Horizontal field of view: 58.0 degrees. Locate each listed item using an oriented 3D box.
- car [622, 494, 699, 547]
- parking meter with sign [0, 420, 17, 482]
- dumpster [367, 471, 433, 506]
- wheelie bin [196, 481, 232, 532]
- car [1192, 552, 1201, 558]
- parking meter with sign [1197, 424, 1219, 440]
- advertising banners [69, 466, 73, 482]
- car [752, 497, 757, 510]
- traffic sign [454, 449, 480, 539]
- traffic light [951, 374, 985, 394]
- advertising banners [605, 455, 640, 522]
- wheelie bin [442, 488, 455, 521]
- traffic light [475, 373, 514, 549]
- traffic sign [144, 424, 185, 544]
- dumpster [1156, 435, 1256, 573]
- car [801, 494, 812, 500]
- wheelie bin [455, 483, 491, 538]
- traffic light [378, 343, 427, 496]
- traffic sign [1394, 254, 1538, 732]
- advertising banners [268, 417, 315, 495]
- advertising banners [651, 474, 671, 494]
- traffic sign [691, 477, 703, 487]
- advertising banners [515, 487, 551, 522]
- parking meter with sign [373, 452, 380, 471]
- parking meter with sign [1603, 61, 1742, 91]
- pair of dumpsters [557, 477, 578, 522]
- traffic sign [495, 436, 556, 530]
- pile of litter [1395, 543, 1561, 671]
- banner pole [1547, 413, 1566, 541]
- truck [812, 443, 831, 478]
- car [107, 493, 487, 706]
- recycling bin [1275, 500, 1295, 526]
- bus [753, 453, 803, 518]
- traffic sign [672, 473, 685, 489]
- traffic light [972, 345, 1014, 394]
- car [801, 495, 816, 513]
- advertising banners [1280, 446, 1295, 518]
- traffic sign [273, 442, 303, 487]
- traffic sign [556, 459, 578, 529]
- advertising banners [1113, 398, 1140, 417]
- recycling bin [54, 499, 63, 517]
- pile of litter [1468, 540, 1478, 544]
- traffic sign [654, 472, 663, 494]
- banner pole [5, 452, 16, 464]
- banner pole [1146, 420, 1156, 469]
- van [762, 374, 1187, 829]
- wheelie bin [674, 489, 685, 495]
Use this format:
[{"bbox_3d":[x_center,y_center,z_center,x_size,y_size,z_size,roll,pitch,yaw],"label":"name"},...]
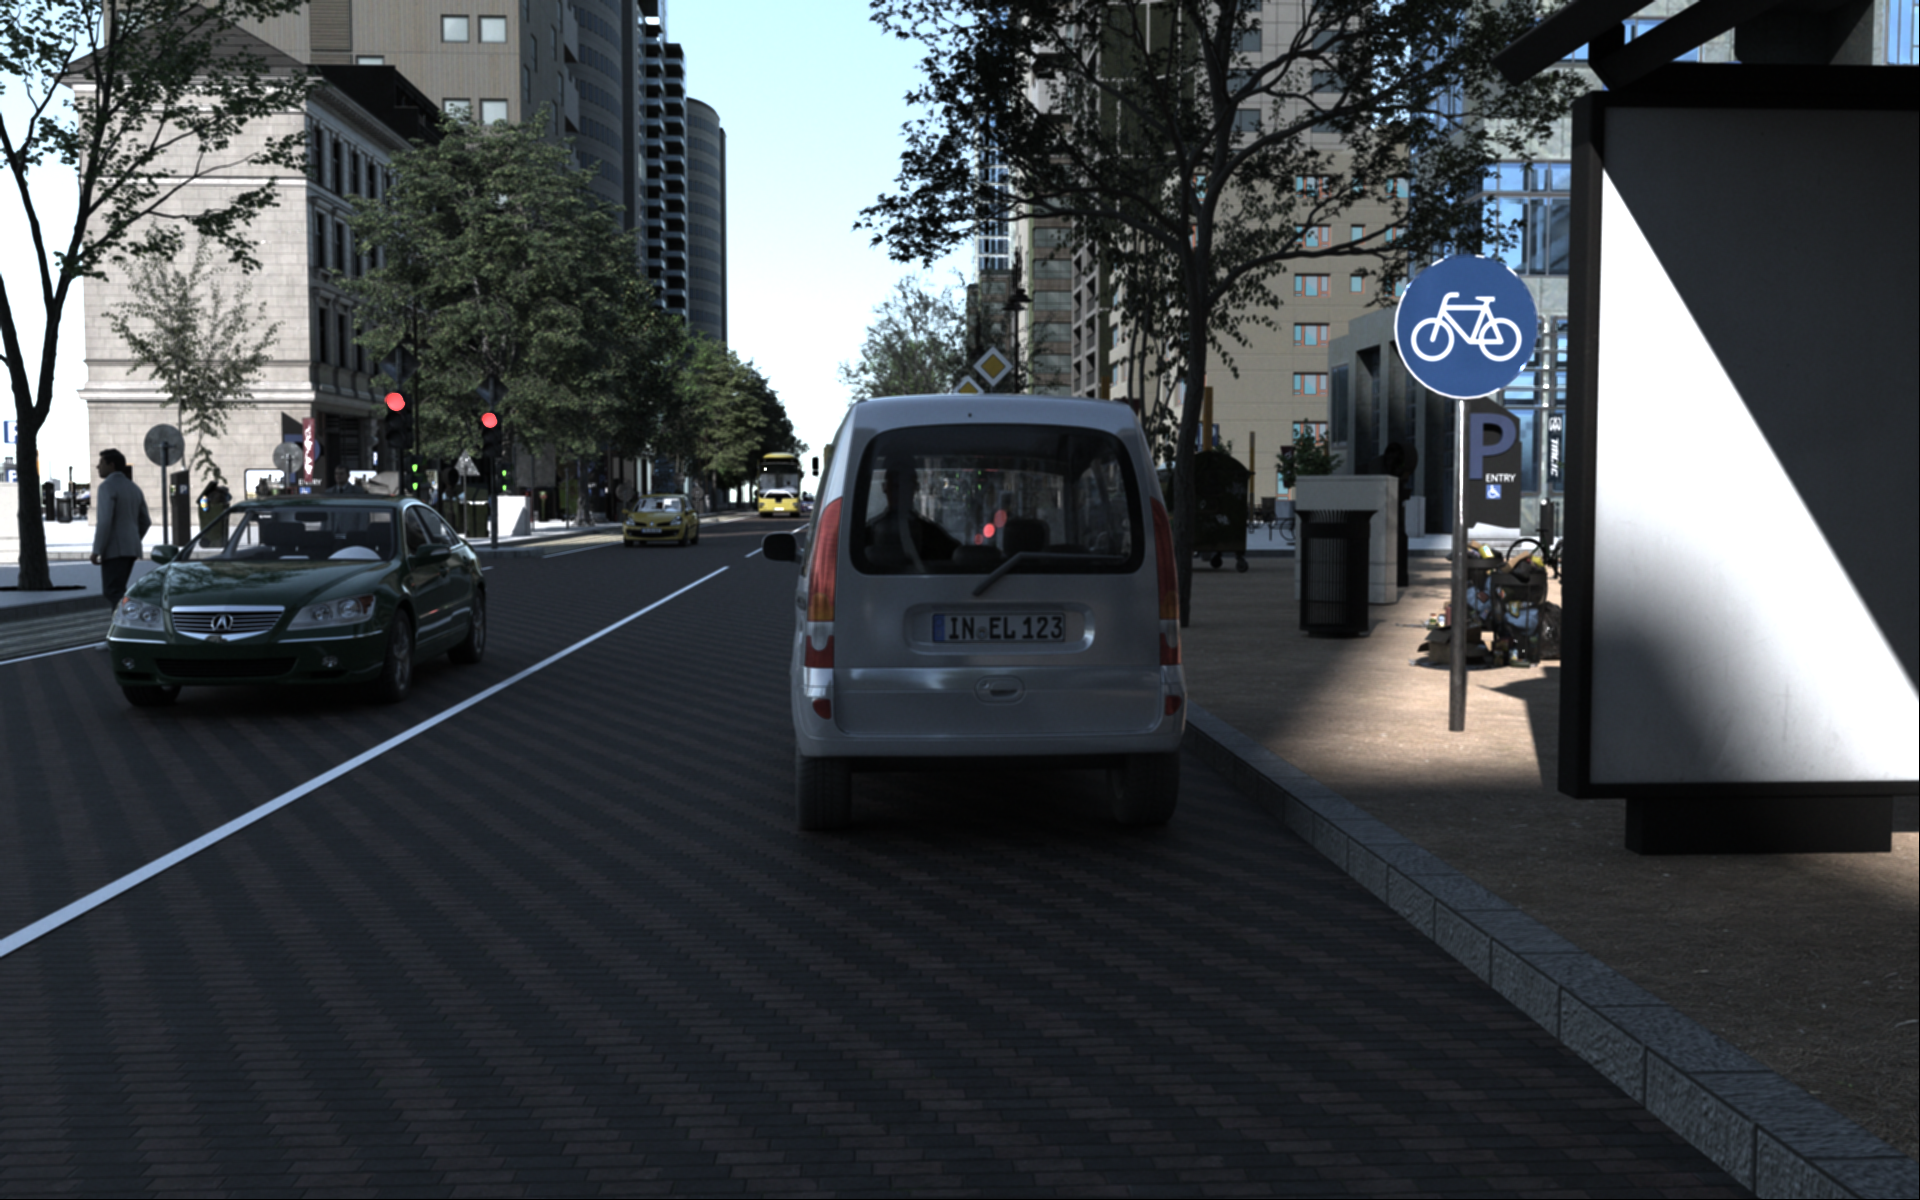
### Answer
[{"bbox_3d":[-8.309,-2.325,48.242,2.015,1.641,3.980,0,4,-2],"label":"car"},{"bbox_3d":[-22.852,-2.785,41.794,0.543,3.016,1.738,-3,4,-36],"label":"parking meter with sign"},{"bbox_3d":[-14.353,-2.363,44.397,1.264,1.857,1.865,0,4,-3],"label":"dumpster"},{"bbox_3d":[-17.776,-2.044,41.327,0.693,1.594,0.980,-1,4,-10],"label":"wheelie bin"},{"bbox_3d":[3.321,-1.713,36.811,4.718,1.807,1.959,0,4,-3],"label":"car"},{"bbox_3d":[5.814,-2.825,42.443,0.543,3.016,1.738,2,4,25],"label":"parking meter with sign"},{"bbox_3d":[-55.196,-6.771,106.898,0.090,3.025,2.074,0,4,-2],"label":"advertising banners"},{"bbox_3d":[-16.308,-8.308,144.624,1.959,1.807,4.718,0,4,-2],"label":"car"},{"bbox_3d":[-14.216,-3.044,49.768,0.884,2.594,0.081,0,4,4],"label":"traffic sign"},{"bbox_3d":[0.172,-3.174,40.823,0.839,4.253,0.868,0,4,-3],"label":"traffic light"},{"bbox_3d":[-15.462,-5.034,78.493,2.074,3.025,0.090,-2,4,-35],"label":"advertising banners"},{"bbox_3d":[-16.205,-2.918,55.625,0.693,1.594,0.980,1,4,21],"label":"wheelie bin"},{"bbox_3d":[-10.822,-3.137,40.211,0.839,4.253,0.868,0,4,-3],"label":"traffic light"},{"bbox_3d":[-14.501,-1.924,31.569,0.768,2.556,0.104,0,4,5],"label":"traffic sign"},{"bbox_3d":[4.041,-1.623,29.027,1.502,2.255,1.985,0,4,-3],"label":"dumpster"},{"bbox_3d":[-22.308,-14.965,254.894,2.015,1.641,3.980,0,4,-4],"label":"car"},{"bbox_3d":[-14.130,-2.607,50.537,0.980,1.594,0.693,-1,4,-19],"label":"wheelie bin"},{"bbox_3d":[-10.388,-2.649,32.238,0.839,4.253,0.868,0,4,-3],"label":"traffic light"},{"bbox_3d":[2.691,-0.563,9.305,0.768,2.556,0.104,0,4,0],"label":"traffic sign"},{"bbox_3d":[-15.454,-2.684,40.079,2.074,3.025,0.090,3,5,40],"label":"advertising banners"},{"bbox_3d":[-17.738,-6.480,102.139,0.090,3.025,2.074,2,4,30],"label":"advertising banners"},{"bbox_3d":[-17.236,-6.878,113.640,0.795,2.450,0.064,0,4,4],"label":"traffic sign"},{"bbox_3d":[-19.651,-5.044,78.650,2.074,3.025,0.090,-2,4,-27],"label":"advertising banners"},{"bbox_3d":[-23.371,-4.628,71.925,1.738,3.016,0.543,-2,4,-35],"label":"parking meter with sign"},{"bbox_3d":[3.386,-0.712,7.902,0.543,3.016,1.738,2,4,33],"label":"parking meter with sign"},{"bbox_3d":[-18.184,-4.903,82.657,1.574,2.255,4.437,0,4,-3],"label":"pair of dumpsters"},{"bbox_3d":[-15.388,-4.109,61.052,2.265,3.308,0.079,0,4,1],"label":"traffic sign"},{"bbox_3d":[4.042,0.039,13.325,1.719,0.858,1.176,-2,4,-34],"label":"pile of litter"},{"bbox_3d":[16.294,-3.491,47.088,0.401,3.779,0.863,-2,4,-35],"label":"banner pole"},{"bbox_3d":[-3.807,-4.233,65.140,3.469,3.379,9.791,0,4,-5],"label":"truck"},{"bbox_3d":[-4.869,-0.092,13.306,2.131,1.459,4.920,0,4,-5],"label":"car"},{"bbox_3d":[13.152,-3.490,69.614,0.722,1.027,0.722,-3,5,-44],"label":"recycling bin"},{"bbox_3d":[-11.096,-7.061,106.992,2.896,3.916,12.252,0,4,-5],"label":"bus"},{"bbox_3d":[-16.628,-6.261,102.474,0.768,2.556,0.104,0,4,-1],"label":"traffic sign"},{"bbox_3d":[0.606,-2.687,32.850,0.839,4.253,0.868,0,4,-3],"label":"traffic light"},{"bbox_3d":[-11.236,-7.267,131.398,1.945,1.354,3.894,0,4,-5],"label":"car"},{"bbox_3d":[12.618,-4.074,62.792,2.074,3.025,0.090,0,4,-2],"label":"advertising banners"},{"bbox_3d":[-16.357,-2.574,42.198,0.768,2.556,0.104,0,4,2],"label":"traffic sign"},{"bbox_3d":[-14.303,-3.850,63.060,0.768,2.556,0.104,0,4,-2],"label":"traffic sign"},{"bbox_3d":[2.277,-2.165,31.590,2.074,3.025,0.090,0,4,-1],"label":"advertising banners"},{"bbox_3d":[-50.944,-5.192,97.439,0.722,1.027,0.722,3,5,45],"label":"recycling bin"},{"bbox_3d":[5.009,-0.152,16.449,1.176,0.858,1.719,-2,4,-33],"label":"pile of litter"},{"bbox_3d":[-18.128,-6.307,103.121,0.884,2.594,0.081,0,4,3],"label":"traffic sign"},{"bbox_3d":[-55.850,-6.858,102.139,0.863,3.779,0.401,-1,4,-19],"label":"banner pole"},{"bbox_3d":[6.364,-4.172,58.229,0.863,3.779,0.401,-3,4,-36],"label":"banner pole"},{"bbox_3d":[-0.012,-0.111,8.821,2.013,2.044,4.112,0,4,-5],"label":"van"},{"bbox_3d":[-16.193,-5.612,99.667,0.693,1.594,0.980,-2,4,-28],"label":"wheelie bin"}]
